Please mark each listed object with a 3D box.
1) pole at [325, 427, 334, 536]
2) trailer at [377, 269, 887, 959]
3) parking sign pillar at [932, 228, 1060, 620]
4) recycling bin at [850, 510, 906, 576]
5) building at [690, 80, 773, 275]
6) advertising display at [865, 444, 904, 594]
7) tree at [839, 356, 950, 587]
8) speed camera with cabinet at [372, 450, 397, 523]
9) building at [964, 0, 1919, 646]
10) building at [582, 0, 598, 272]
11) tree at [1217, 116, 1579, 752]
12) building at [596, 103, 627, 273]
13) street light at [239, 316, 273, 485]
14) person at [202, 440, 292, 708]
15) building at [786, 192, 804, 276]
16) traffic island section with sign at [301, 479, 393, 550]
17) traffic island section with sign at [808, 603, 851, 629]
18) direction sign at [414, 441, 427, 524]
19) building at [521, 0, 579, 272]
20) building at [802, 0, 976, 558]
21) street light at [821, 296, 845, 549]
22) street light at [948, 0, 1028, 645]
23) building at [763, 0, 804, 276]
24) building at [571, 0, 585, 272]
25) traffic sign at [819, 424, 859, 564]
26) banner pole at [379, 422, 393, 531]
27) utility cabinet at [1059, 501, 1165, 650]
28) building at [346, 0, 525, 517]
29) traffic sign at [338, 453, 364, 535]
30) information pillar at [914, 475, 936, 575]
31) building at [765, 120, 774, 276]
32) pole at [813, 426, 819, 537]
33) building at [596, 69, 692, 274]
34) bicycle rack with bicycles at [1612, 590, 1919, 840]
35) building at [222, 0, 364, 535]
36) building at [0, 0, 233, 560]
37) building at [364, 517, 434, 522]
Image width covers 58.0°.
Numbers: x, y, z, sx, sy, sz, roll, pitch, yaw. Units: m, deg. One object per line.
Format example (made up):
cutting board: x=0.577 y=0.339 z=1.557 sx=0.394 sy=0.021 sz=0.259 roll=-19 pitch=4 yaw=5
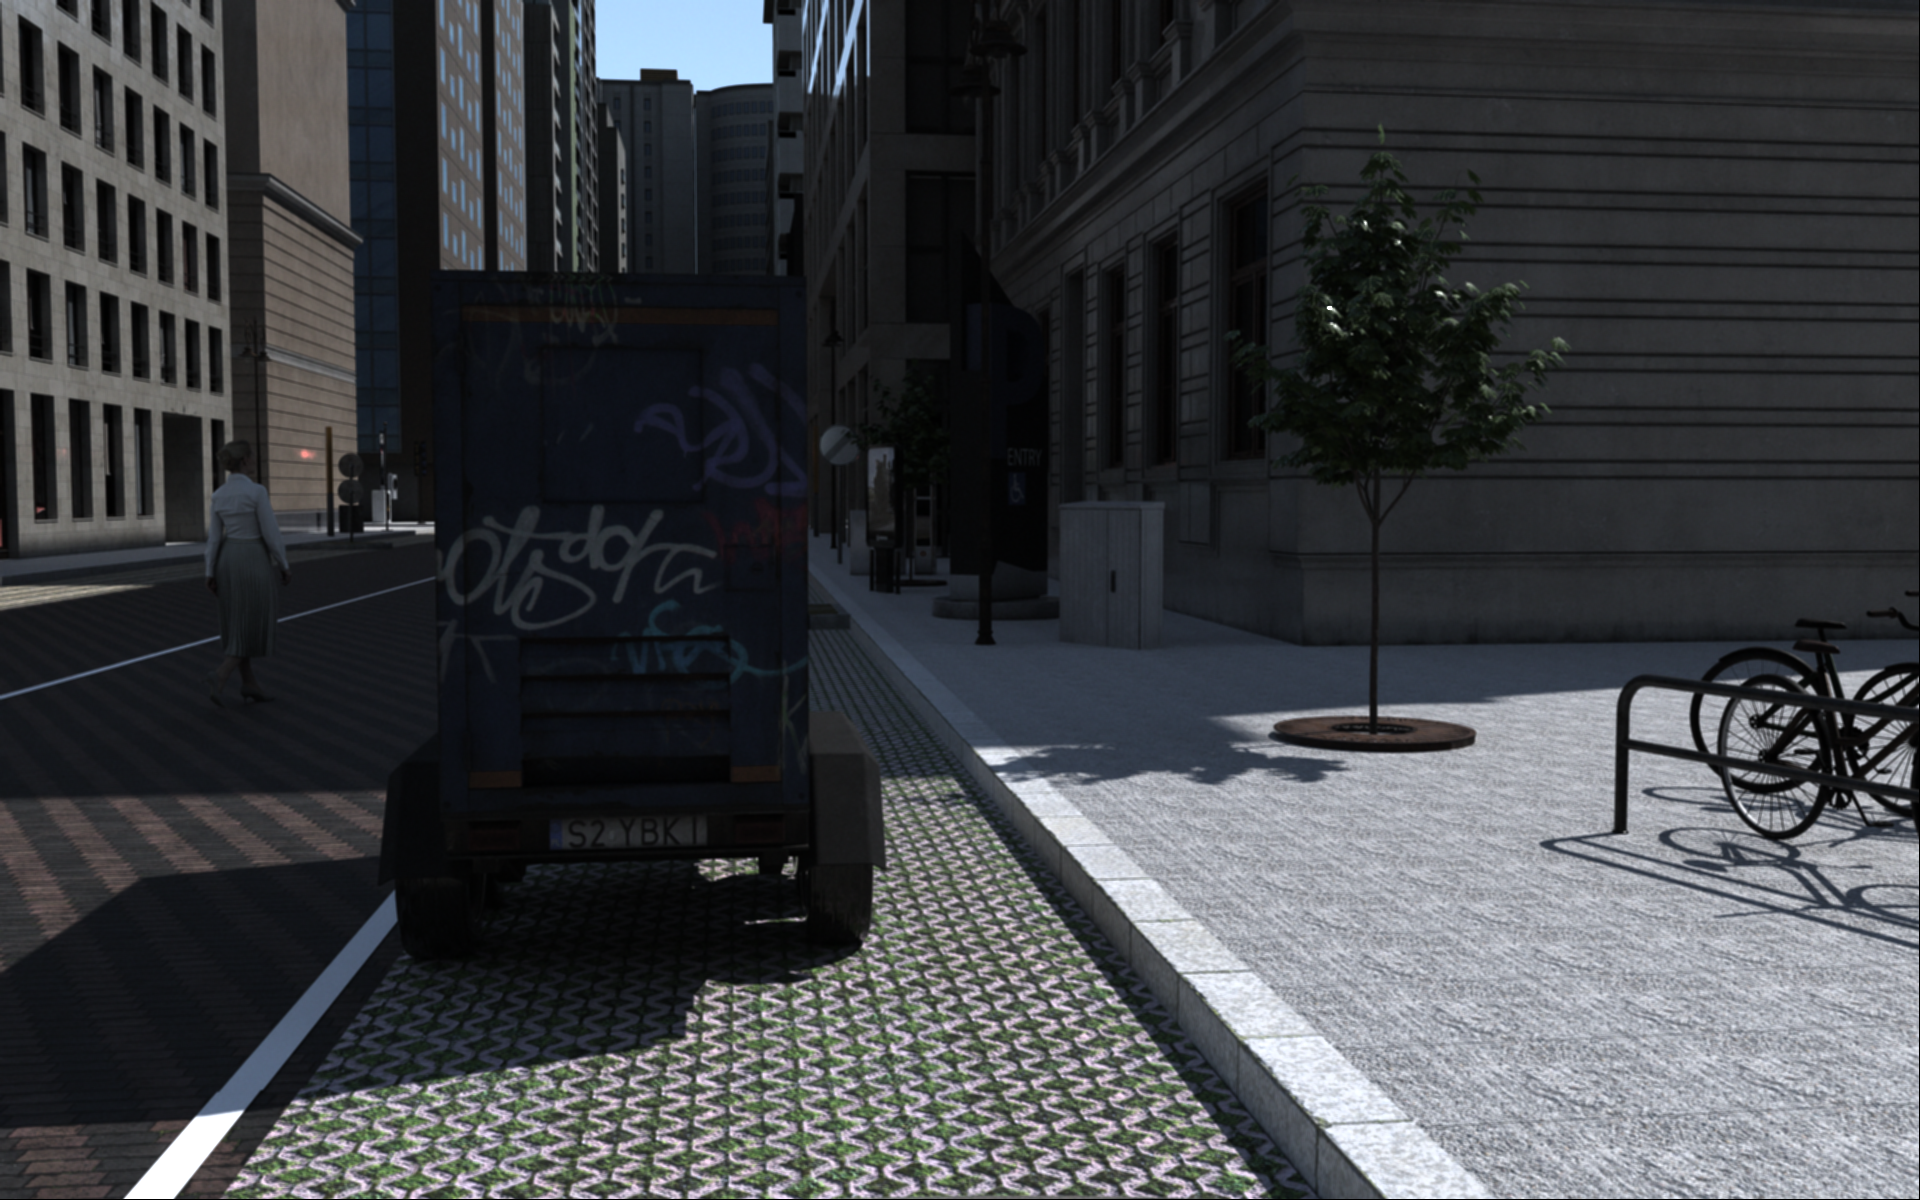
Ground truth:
pole: x=-19.092 y=-3.585 z=52.457 sx=0.158 sy=3.312 sz=0.155 roll=0 pitch=3 yaw=0
trailer: x=-1.148 y=0.038 z=6.435 sx=1.471 sy=1.999 sz=3.904 roll=-1 pitch=4 yaw=-8
parking sign pillar: x=0.423 y=-1.817 z=18.173 sx=1.447 sy=3.967 sz=1.447 roll=2 pitch=4 yaw=33
recycling bin: x=-1.304 y=-0.919 z=27.580 sx=0.722 sy=1.027 sz=0.722 roll=1 pitch=4 yaw=17
building: x=-23.131 y=-43.051 z=245.880 sx=28.212 sy=58.520 sz=21.231 roll=0 pitch=4 yaw=-7
advertising display: x=-0.984 y=-1.060 z=22.549 sx=0.123 sy=1.923 sz=0.974 roll=-2 pitch=4 yaw=-26
tree: x=-0.579 y=-1.819 z=24.336 sx=1.663 sy=3.219 sz=1.824 roll=0 pitch=3 yaw=0
speed camera with cabinet: x=-25.482 y=-5.038 z=76.701 sx=0.660 sy=3.252 sz=2.038 roll=0 pitch=4 yaw=-3
building: x=6.558 y=-11.499 z=24.158 sx=11.583 sy=22.565 sz=21.152 roll=0 pitch=4 yaw=-7
building: x=-48.113 y=-45.928 z=189.177 sx=20.563 sy=71.187 sz=20.611 roll=0 pitch=4 yaw=-7
tree: x=2.054 y=-0.877 z=8.949 sx=1.663 sy=3.219 sz=1.824 roll=0 pitch=3 yaw=0
building: x=-51.876 y=-35.914 z=210.890 sx=21.600 sy=48.544 sz=21.300 roll=0 pitch=4 yaw=-7
street light: x=-18.299 y=-4.425 z=45.144 sx=0.468 sy=5.910 sz=1.993 roll=0 pitch=4 yaw=-7
person: x=-4.883 y=-0.183 z=11.721 sx=0.478 sy=1.798 sz=0.641 roll=2 pitch=4 yaw=28
building: x=-4.412 y=-17.046 z=108.388 sx=12.332 sy=23.373 sz=15.834 roll=0 pitch=4 yaw=-7
traffic island section with sign: x=-15.883 y=-2.226 z=45.026 sx=1.989 sy=1.847 sz=2.006 roll=0 pitch=4 yaw=-7
traffic island section with sign: x=-2.254 y=-0.638 z=19.066 sx=1.989 sy=1.847 sz=2.006 roll=0 pitch=4 yaw=-7
direction sign: x=-23.165 y=-5.041 z=74.412 sx=0.876 sy=3.537 sz=0.379 roll=3 pitch=4 yaw=39
building: x=-37.908 y=-27.716 z=136.749 sx=14.154 sy=41.232 sz=14.086 roll=0 pitch=4 yaw=-7
building: x=5.594 y=-15.121 z=51.742 sx=19.350 sy=26.468 sz=34.151 roll=0 pitch=4 yaw=-7
street light: x=-2.976 y=-4.150 z=40.648 sx=0.468 sy=5.910 sz=1.993 roll=0 pitch=4 yaw=-7
street light: x=0.216 y=-2.558 z=14.617 sx=0.468 sy=5.910 sz=1.993 roll=0 pitch=4 yaw=-7
building: x=-4.298 y=-35.395 z=167.943 sx=28.713 sy=52.752 sz=27.495 roll=0 pitch=4 yaw=-7
building: x=-45.673 y=-51.929 z=161.718 sx=22.319 sy=86.520 sz=31.000 roll=0 pitch=4 yaw=-7
traffic sign: x=-2.207 y=-1.937 z=31.783 sx=0.768 sy=2.556 sz=0.104 roll=0 pitch=4 yaw=-7
banner pole: x=-19.964 y=-4.282 z=60.028 sx=0.401 sy=3.779 sz=0.863 roll=0 pitch=4 yaw=-1
utility cabinet: x=1.269 y=-0.216 z=14.690 sx=0.306 sy=1.237 sz=1.020 roll=-3 pitch=4 yaw=-37
building: x=-36.762 y=-28.402 z=114.489 sx=14.600 sy=45.320 sz=14.200 roll=0 pitch=4 yaw=-7
traffic sign: x=-19.093 y=-3.316 z=54.326 sx=0.768 sy=2.556 sz=0.104 roll=0 pitch=4 yaw=-6
information pillar: x=-0.552 y=-1.411 z=27.560 sx=0.304 sy=2.012 sz=0.304 roll=1 pitch=4 yaw=12
building: x=-13.232 y=-36.212 z=215.775 sx=21.300 sy=48.544 sz=21.600 roll=0 pitch=4 yaw=-7
pole: x=-4.317 y=-3.553 z=51.940 sx=0.158 sy=3.312 sz=0.155 roll=0 pitch=3 yaw=0
building: x=-51.121 y=-42.835 z=242.351 sx=28.212 sy=58.520 sz=21.231 roll=0 pitch=4 yaw=-7
bicycle rack with bicycles: x=3.714 y=0.436 z=6.259 sx=2.852 sy=0.926 sz=2.925 roll=-1 pitch=4 yaw=-21
building: x=-31.565 y=-16.610 z=57.475 sx=20.117 sy=28.700 sz=13.634 roll=0 pitch=4 yaw=-7
building: x=-24.480 y=-11.279 z=39.169 sx=10.420 sy=20.320 sz=16.860 roll=0 pitch=4 yaw=-7
building: x=-31.384 y=-26.553 z=84.247 sx=14.600 sy=45.320 sz=14.200 roll=0 pitch=4 yaw=-7
